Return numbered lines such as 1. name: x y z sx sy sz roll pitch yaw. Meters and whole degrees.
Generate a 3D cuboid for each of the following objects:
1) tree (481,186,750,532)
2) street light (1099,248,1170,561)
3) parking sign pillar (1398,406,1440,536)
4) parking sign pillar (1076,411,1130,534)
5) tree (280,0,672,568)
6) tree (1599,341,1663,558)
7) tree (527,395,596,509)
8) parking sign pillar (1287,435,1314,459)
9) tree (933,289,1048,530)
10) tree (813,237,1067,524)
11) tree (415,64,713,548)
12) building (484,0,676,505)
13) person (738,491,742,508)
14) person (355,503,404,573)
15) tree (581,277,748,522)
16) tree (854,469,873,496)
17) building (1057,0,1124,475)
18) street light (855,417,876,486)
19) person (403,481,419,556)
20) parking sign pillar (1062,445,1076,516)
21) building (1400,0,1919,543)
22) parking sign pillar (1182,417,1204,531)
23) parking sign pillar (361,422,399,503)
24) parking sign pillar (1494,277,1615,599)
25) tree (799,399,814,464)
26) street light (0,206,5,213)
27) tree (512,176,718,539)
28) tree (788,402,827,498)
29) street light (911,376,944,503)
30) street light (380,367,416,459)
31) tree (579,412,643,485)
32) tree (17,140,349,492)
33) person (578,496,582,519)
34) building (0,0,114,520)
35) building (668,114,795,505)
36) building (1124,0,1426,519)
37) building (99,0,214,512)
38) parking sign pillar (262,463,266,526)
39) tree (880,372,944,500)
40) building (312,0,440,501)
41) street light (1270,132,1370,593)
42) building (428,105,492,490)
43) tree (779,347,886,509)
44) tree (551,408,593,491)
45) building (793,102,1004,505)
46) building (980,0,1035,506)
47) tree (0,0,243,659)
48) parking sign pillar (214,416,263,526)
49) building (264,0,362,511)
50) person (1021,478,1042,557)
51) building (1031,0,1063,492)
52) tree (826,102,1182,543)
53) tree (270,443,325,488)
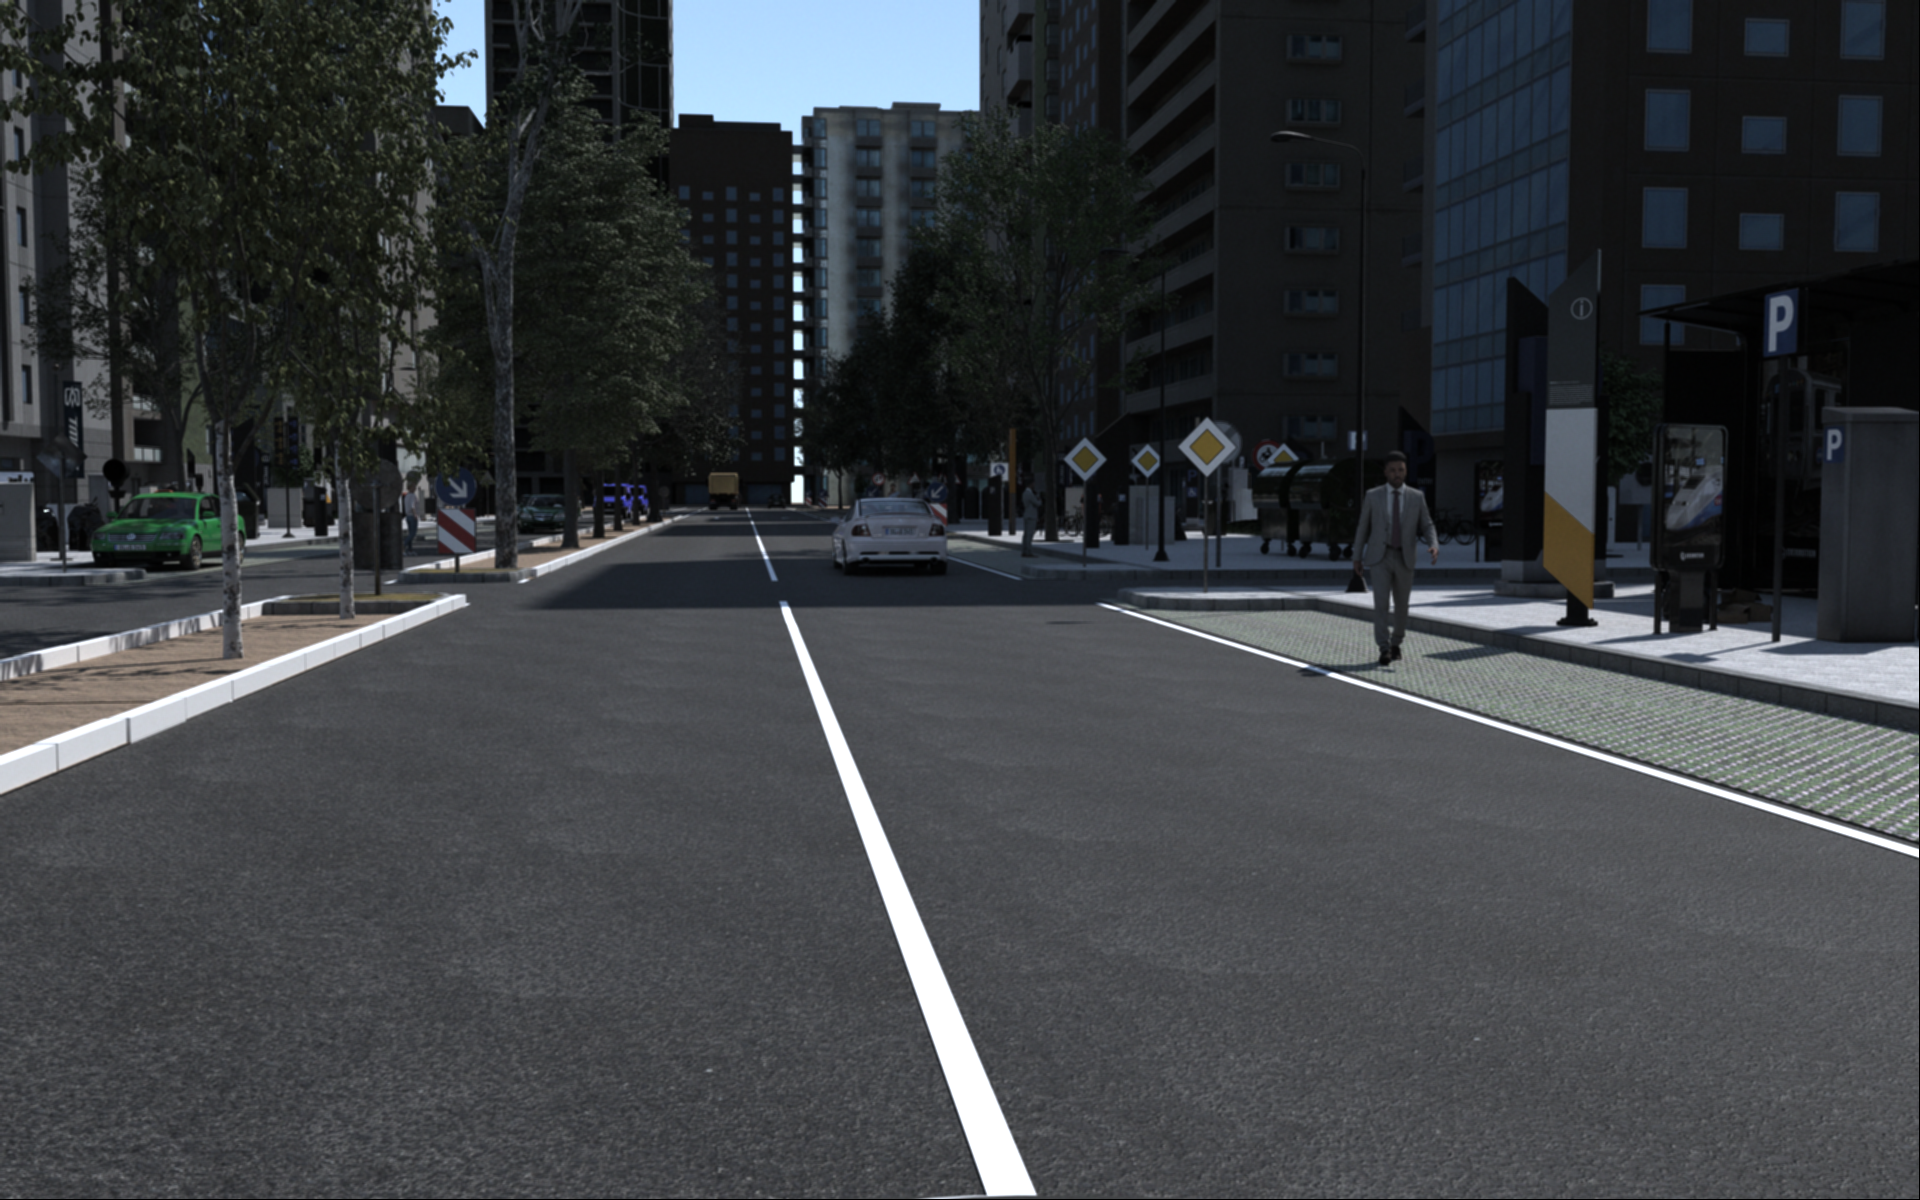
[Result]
1. tree: -13.128 -9.381 66.201 12.009 13.543 11.850 0 3 0
2. street light: 3.315 -3.692 32.903 1.470 5.913 1.316 0 4 -7
3. parking sign pillar: 14.060 -3.965 53.307 1.447 3.967 1.447 -2 4 -34
4. parking sign pillar: 4.844 -4.134 56.060 1.447 3.967 1.447 -2 4 -31
5. tree: -10.012 -10.701 33.310 12.611 20.169 13.585 0 3 0
6. tree: 12.939 -3.162 35.406 4.285 4.588 4.351 0 3 0
7. tree: -32.613 -13.135 149.166 8.767 10.594 7.601 -2 4 -31
8. parking sign pillar: 15.312 -5.494 78.296 1.447 3.967 1.447 3 5 41
9. tree: 1.263 -6.790 61.373 4.360 8.622 3.978 0 3 0
10. tree: -0.373 -9.649 74.775 9.611 12.733 9.660 0 3 0
11. tree: -10.489 -7.671 46.011 7.486 12.596 7.792 0 3 0
12. building: -44.933 -47.065 207.760 20.611 71.187 20.563 0 4 -7
13. person: -23.030 -10.442 179.773 0.990 1.755 0.434 1 4 18
14. person: -10.373 -1.377 30.992 0.713 1.824 0.794 2 4 35
15. tree: -15.761 -10.372 89.053 9.611 12.733 9.660 0 3 0
16. tree: -7.566 -8.310 130.463 1.663 3.219 1.824 0 3 0
17. building: 14.859 -28.702 119.387 14.600 45.320 14.200 0 4 -7
18. street light: -5.621 -8.034 103.890 1.470 5.913 1.316 0 4 -7
19. person: -12.738 -1.887 40.022 0.731 1.740 0.598 3 5 39
20. parking sign pillar: 6.310 -6.491 94.603 1.447 3.967 1.447 1 4 23
21. building: 22.807 -24.562 51.694 14.200 45.320 14.600 0 4 -7
22. parking sign pillar: 8.114 -4.396 60.349 1.447 3.967 1.447 1 4 9
23. parking sign pillar: -21.680 -4.662 64.694 1.447 3.967 1.447 0 4 -7
24. parking sign pillar: 7.488 -2.035 21.738 1.447 3.967 1.447 -1 4 -21
25. tree: -5.361 -12.061 114.208 9.611 12.733 9.660 0 3 0
26. street light: -16.037 -3.385 27.886 1.470 5.913 1.316 0 4 -7
27. tree: -11.500 -7.775 55.328 9.928 11.665 9.643 0 3 0
28. tree: -14.360 -15.594 180.713 9.928 11.665 9.643 0 3 0
29. street light: -1.215 -5.849 68.171 1.470 5.913 1.316 0 4 -7
30. street light: -20.582 -5.554 63.355 1.470 5.913 1.316 0 4 -7
31. tree: -35.957 -16.674 179.268 9.857 13.997 8.962 0 3 0
32. tree: -19.880 -6.723 44.332 8.767 10.594 7.601 -1 4 -13
33. person: -22.052 -5.357 100.330 0.306 1.304 0.590 1 4 21
34. building: -44.330 -31.444 56.109 21.231 58.520 28.212 0 4 -7
35. building: -27.323 -34.123 208.018 14.200 45.320 14.600 0 4 -7
36. building: 21.590 -28.746 93.706 21.300 48.544 21.600 0 4 -7
37. building: -46.826 -24.590 85.647 14.154 41.232 14.086 0 4 -7
38. parking sign pillar: -28.979 -5.002 70.261 1.447 3.967 1.447 -2 4 -35
39. tree: -2.055 -8.402 87.738 4.737 8.622 4.395 0 3 0
40. building: -59.938 -34.078 146.407 27.495 52.752 28.713 0 4 -7
41. street light: 4.669 -3.053 22.453 1.470 5.913 1.316 0 4 -7
42. building: -67.229 -35.617 206.031 21.600 48.544 21.300 0 4 -7
43. tree: -10.198 -14.366 145.248 12.009 13.543 11.850 0 3 0
44. tree: -30.673 -11.510 138.544 4.360 8.622 3.978 0 3 0
45. building: -5.672 -36.395 214.667 30.456 49.044 23.786 0 4 -7
46. building: 16.788 -34.661 155.949 28.713 52.752 27.495 0 4 -7
47. tree: -6.227 -3.773 14.514 4.737 8.622 4.395 0 3 0
48. parking sign pillar: -25.046 -4.367 59.865 1.447 3.967 1.447 -1 4 -20
49. building: -52.822 -48.981 113.507 22.319 86.520 31.000 0 4 -7
50. person: 1.637 -1.860 39.097 0.466 1.800 0.511 -2 4 -29
51. building: 12.396 -27.513 133.430 14.154 41.232 14.086 0 4 -7
52. tree: 2.365 -7.366 46.188 9.928 11.665 9.643 0 3 0
53. tree: -38.230 -7.072 99.348 4.285 4.588 4.351 0 3 0
